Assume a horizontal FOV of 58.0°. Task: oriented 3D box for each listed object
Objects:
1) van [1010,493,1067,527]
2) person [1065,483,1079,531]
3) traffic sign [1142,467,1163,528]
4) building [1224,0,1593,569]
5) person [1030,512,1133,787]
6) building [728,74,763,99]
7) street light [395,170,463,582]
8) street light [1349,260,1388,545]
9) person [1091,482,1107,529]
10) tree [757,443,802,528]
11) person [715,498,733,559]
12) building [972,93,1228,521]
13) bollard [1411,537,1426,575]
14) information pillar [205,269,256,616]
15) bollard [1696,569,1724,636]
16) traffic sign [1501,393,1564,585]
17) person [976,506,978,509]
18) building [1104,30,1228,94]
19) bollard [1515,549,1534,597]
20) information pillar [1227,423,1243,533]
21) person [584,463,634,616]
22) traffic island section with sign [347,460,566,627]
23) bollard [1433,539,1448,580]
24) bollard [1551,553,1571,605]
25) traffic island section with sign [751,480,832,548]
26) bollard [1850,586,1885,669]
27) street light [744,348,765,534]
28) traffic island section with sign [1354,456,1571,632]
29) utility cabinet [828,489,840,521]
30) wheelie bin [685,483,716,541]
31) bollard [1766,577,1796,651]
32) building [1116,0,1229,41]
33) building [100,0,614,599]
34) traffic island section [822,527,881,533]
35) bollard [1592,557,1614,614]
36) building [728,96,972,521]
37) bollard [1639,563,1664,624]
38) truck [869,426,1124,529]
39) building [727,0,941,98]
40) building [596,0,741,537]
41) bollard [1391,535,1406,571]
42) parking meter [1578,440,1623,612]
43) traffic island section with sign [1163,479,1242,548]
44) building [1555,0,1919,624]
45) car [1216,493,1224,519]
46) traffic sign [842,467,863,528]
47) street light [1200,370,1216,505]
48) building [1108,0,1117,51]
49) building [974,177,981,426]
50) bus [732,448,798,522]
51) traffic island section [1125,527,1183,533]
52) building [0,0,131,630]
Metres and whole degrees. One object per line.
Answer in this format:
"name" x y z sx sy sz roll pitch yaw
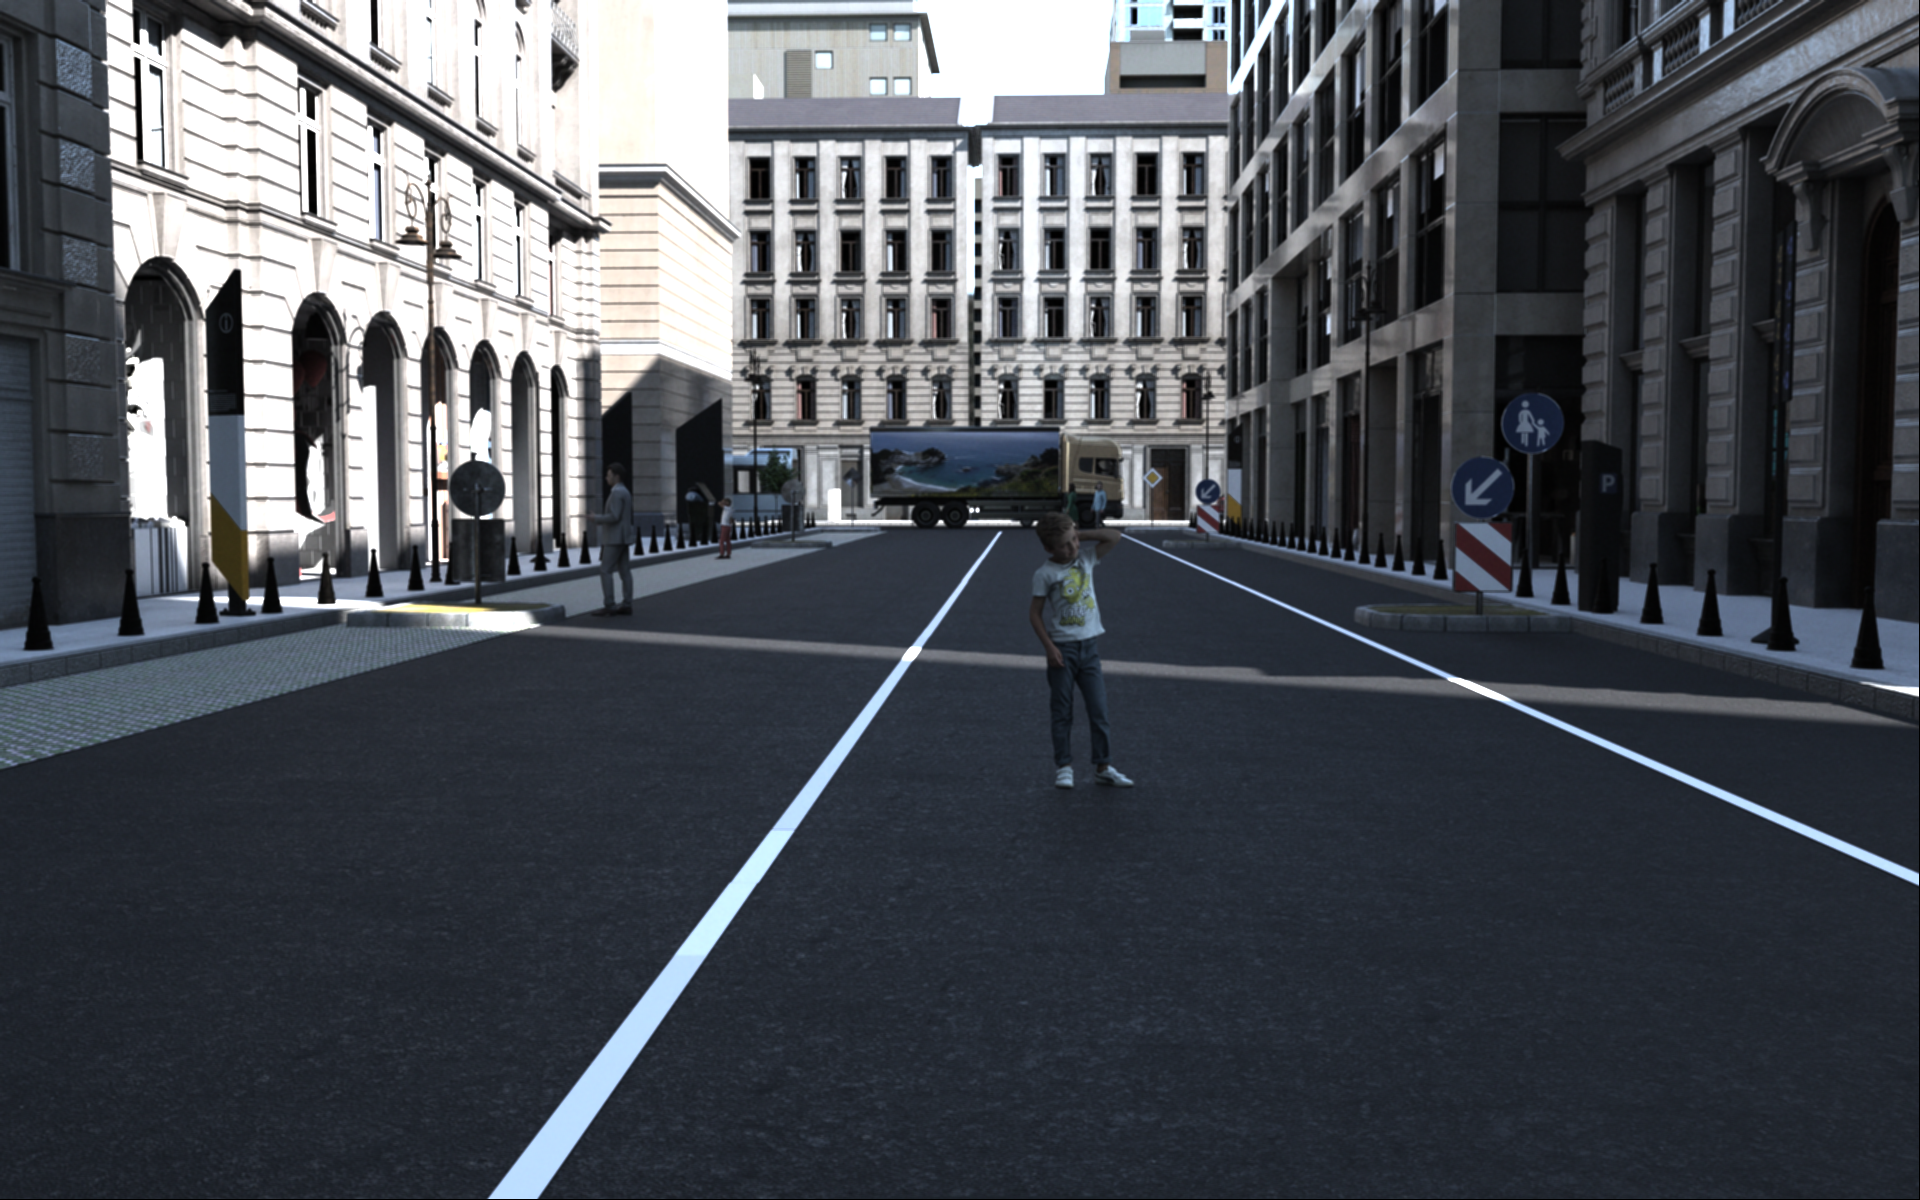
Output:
"van" 4.216 -4.221 76.029 4.112 2.044 2.013 0 4 2
"person" 3.794 -3.050 58.615 0.529 1.795 0.600 1 4 12
"traffic sign" 7.190 -3.736 64.732 0.795 2.450 0.064 0 4 2
"building" 18.585 -14.724 45.246 19.350 26.468 34.151 0 4 2
"person" 0.595 0.240 8.489 0.435 1.345 0.340 -2 4 -28
"building" -19.750 -28.916 164.650 32.217 40.220 23.993 0 4 2
"street light" -7.673 -3.204 25.178 0.468 5.910 1.993 0 4 2
"street light" 8.093 -3.772 34.455 0.468 5.910 1.993 0 4 2
"person" 4.629 -2.951 56.619 0.748 1.841 0.638 -1 4 -18
"tree" -7.160 -4.392 66.410 1.663 3.219 1.824 0 3 0
"person" -5.206 -1.577 38.195 0.340 1.345 0.435 0 4 5
"building" 9.990 -14.474 85.804 18.267 20.994 9.793 0 4 2
"bollard" 7.275 -0.698 27.461 0.229 0.601 0.229 0 3 0
"information pillar" -7.710 -1.644 18.241 0.504 3.616 0.183 2 4 28
"bollard" 6.809 0.020 15.711 0.229 0.601 0.229 0 3 0
"traffic sign" 7.210 -1.333 21.893 0.768 2.556 0.104 0 4 6
"person" 1.518 -9.769 169.017 0.445 1.727 0.742 -1 4 -17
"building" 21.149 -31.742 169.089 14.600 45.320 14.200 0 4 2
"bollard" 7.040 -0.339 21.576 0.229 0.601 0.229 0 3 0
"information pillar" 9.045 -4.007 56.873 0.504 3.616 0.183 2 4 31
"person" -4.149 -0.725 20.557 0.583 1.804 0.606 0 4 -1
"traffic island section with sign" -5.544 -0.661 19.439 1.989 1.847 2.006 0 4 2
"bollard" 7.216 -0.609 25.995 0.229 0.601 0.229 0 3 0
"bollard" 6.982 -0.249 20.111 0.229 0.601 0.229 0 3 0
"traffic island section with sign" -4.464 -2.309 46.373 1.989 1.847 2.006 0 4 2
"bollard" 6.697 0.200 12.766 0.229 0.601 0.229 0 3 0
"street light" -6.500 -5.027 54.974 0.468 5.910 1.993 0 4 2
"traffic island section with sign" 5.420 -0.634 18.999 1.989 1.847 2.006 0 4 2
"utility cabinet" -5.911 -4.436 81.202 0.318 1.500 1.173 1 4 10
"wheelie bin" -7.113 -2.417 47.421 0.693 1.594 0.980 1 4 10
"bollard" 6.756 0.111 14.231 0.229 0.601 0.229 0 3 0
"building" 27.214 -54.530 204.239 22.319 86.520 31.000 0 4 2
"building" -15.016 -11.529 30.306 13.314 21.916 24.055 0 4 2
"traffic island section" -4.068 -2.628 65.256 2.009 0.180 2.903 0 4 2
"bollard" 6.926 -0.159 18.641 0.229 0.601 0.229 0 3 0
"building" -8.249 -14.538 86.847 18.267 20.994 9.793 0 4 2
"bollard" 6.869 -0.069 17.176 0.229 0.601 0.229 0 3 0
"truck" 1.888 -5.140 72.945 11.283 4.237 2.839 0 4 1
"building" -17.014 -36.760 190.271 28.713 52.752 27.495 0 4 2
"building" -18.280 -16.617 57.588 20.117 28.700 13.634 0 4 2
"bollard" 7.330 -0.788 28.932 0.229 0.601 0.229 0 3 0
"parking meter" 7.012 -0.810 18.950 0.399 1.863 0.255 -1 4 -16
"traffic island section with sign" 6.519 -2.336 46.822 1.989 1.847 2.006 0 4 2
"building" 14.342 -11.558 17.851 11.050 23.489 19.941 0 4 2
"car" 13.753 -4.077 75.334 5.304 1.827 2.281 0 4 3
"traffic sign" -4.044 -3.765 65.194 0.795 2.450 0.064 0 4 2
"street light" 9.174 -5.594 64.254 0.468 5.910 1.993 0 4 2
"building" 31.820 -49.562 248.597 20.611 71.187 20.563 0 4 2
"building" -3.874 -38.399 251.519 21.600 48.544 21.300 0 4 2
"bus" -13.321 -4.631 70.574 13.247 3.499 2.948 0 4 1
"traffic island section" 7.214 -2.601 64.809 2.009 0.180 2.903 0 4 2
"building" -14.848 -12.741 5.581 12.463 27.353 25.104 0 4 2
